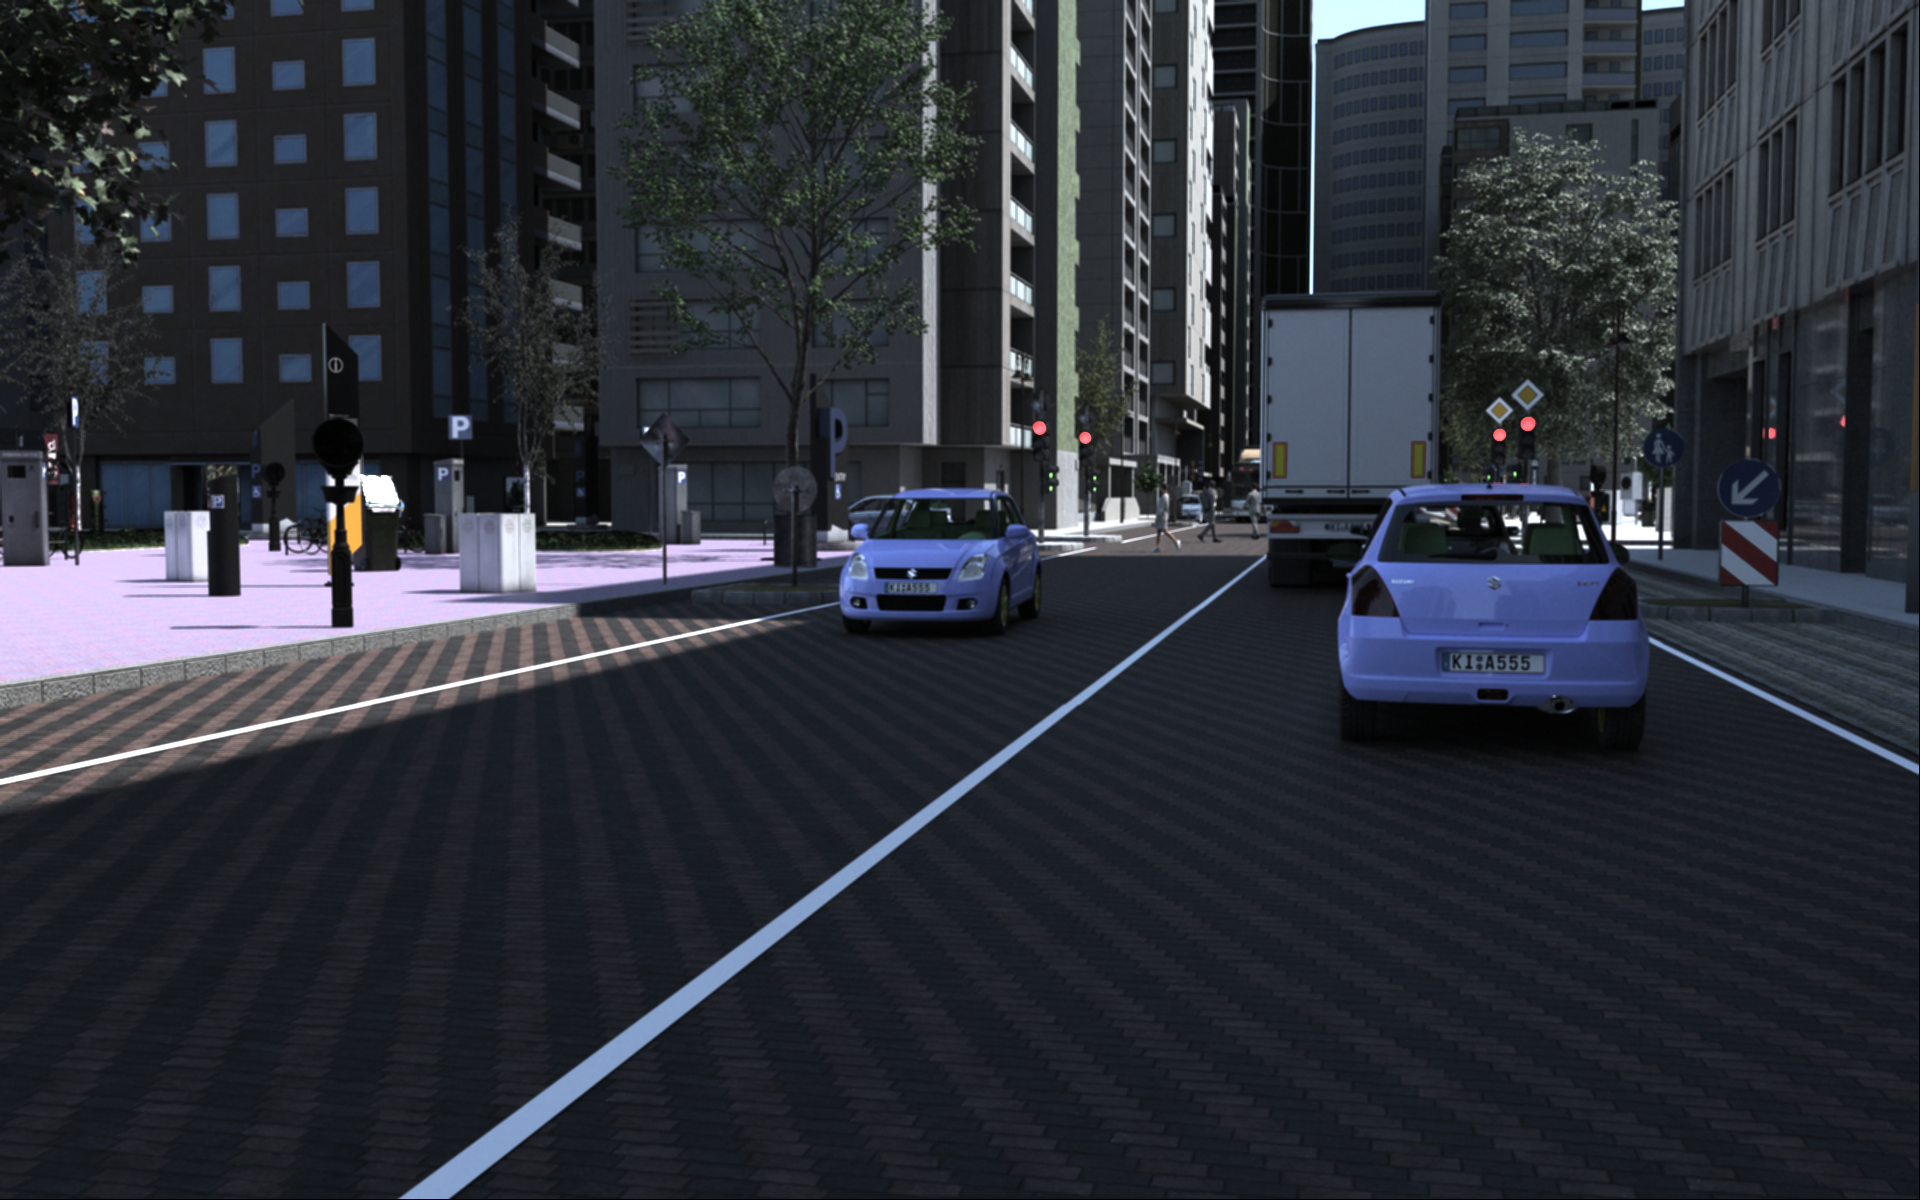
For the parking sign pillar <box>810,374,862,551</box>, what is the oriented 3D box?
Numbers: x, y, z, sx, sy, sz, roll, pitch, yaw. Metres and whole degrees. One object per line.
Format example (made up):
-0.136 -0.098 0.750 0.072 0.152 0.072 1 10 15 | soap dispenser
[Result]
-2.968 -3.114 39.389 1.447 3.967 1.447 1 4 17 | parking sign pillar

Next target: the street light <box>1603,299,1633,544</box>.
15.587 -4.181 41.147 0.468 5.910 1.993 1 4 13 | street light

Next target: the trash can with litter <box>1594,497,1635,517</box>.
33.107 -4.761 88.902 2.233 1.210 1.678 -2 4 -31 | trash can with litter

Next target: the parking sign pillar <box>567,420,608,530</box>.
-13.447 -4.519 62.364 1.447 3.967 1.447 0 4 8 | parking sign pillar

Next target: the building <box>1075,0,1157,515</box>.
4.463 -41.517 117.058 20.563 71.187 20.611 1 4 13 | building

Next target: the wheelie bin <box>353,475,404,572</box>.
-9.808 -1.285 28.924 0.693 1.594 0.980 3 5 43 | wheelie bin

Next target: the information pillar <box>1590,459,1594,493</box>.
41.691 -7.516 114.237 0.183 3.616 0.504 3 4 37 | information pillar

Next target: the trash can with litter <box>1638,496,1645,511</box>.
38.156 -5.333 98.244 2.233 1.210 1.678 0 4 2 | trash can with litter

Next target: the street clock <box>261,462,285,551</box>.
-15.435 -2.103 38.960 0.358 2.002 0.471 3 5 42 | street clock

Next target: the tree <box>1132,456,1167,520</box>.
9.419 -5.666 87.239 1.663 3.219 1.824 0 3 0 | tree

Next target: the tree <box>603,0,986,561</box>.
-3.117 -6.566 33.109 9.928 11.665 9.643 0 3 0 | tree

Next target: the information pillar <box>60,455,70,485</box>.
-36.776 -4.878 71.111 0.504 3.616 0.183 1 4 11 | information pillar

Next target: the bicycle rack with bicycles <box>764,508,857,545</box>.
-3.653 -1.883 44.172 2.852 0.926 2.925 1 4 16 | bicycle rack with bicycles

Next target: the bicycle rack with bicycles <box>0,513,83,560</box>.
-18.460 -1.235 33.574 2.852 0.926 2.925 2 4 34 | bicycle rack with bicycles

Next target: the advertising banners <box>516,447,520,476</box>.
-16.634 -4.184 64.602 0.090 3.025 2.074 -2 4 -25 | advertising banners

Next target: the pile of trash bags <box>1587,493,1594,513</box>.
37.753 -6.017 108.131 3.447 1.369 1.912 0 4 -2 | pile of trash bags

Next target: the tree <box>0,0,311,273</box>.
-8.275 -5.602 8.600 9.611 12.733 9.660 0 3 0 | tree

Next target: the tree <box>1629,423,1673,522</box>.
32.684 -5.889 79.994 4.285 4.588 4.351 0 3 0 | tree

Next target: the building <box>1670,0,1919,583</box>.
20.432 -12.907 29.059 12.078 24.808 19.932 1 4 13 | building

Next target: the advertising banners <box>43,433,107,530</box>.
-25.822 -3.324 50.539 0.090 3.025 2.074 1 4 23 | advertising banners

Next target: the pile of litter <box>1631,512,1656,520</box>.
33.648 -4.337 84.870 1.719 0.858 1.176 -1 4 -10 | pile of litter

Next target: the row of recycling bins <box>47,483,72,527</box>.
-36.025 -3.738 68.234 3.534 1.692 1.069 2 4 26 | row of recycling bins

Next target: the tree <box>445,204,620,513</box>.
-11.090 -5.797 45.139 4.360 8.622 3.978 0 3 0 | tree

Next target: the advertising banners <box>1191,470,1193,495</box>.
14.601 -6.905 109.091 0.090 3.025 2.074 0 4 8 | advertising banners

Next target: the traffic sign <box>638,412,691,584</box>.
-4.191 -1.428 24.536 0.795 2.450 0.064 1 4 15 | traffic sign

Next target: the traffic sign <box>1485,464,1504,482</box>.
22.221 -4.403 72.090 0.768 2.556 0.104 1 4 19 | traffic sign

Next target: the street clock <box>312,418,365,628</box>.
-5.959 -0.739 16.657 0.471 2.002 0.358 -1 4 -16 | street clock

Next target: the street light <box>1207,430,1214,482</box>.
18.096 -9.335 125.422 0.468 5.910 1.993 1 4 13 | street light

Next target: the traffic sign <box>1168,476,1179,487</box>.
11.847 -5.753 96.187 0.606 2.300 0.079 1 4 14 | traffic sign

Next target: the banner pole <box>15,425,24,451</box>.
-33.983 -4.444 62.680 0.401 3.779 0.863 -3 5 -44 | banner pole

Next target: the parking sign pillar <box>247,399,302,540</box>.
-19.342 -3.688 48.776 1.447 3.967 1.447 1 4 22 | parking sign pillar

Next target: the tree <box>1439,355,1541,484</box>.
25.931 -8.094 82.704 4.737 8.622 4.395 0 3 0 | tree

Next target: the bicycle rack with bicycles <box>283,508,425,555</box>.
-13.265 -1.460 37.255 2.925 0.926 2.852 1 4 11 | bicycle rack with bicycles

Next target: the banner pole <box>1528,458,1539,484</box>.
35.157 -7.124 106.497 0.863 3.779 0.401 0 4 6 | banner pole

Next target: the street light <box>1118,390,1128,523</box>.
7.220 -6.382 77.133 0.468 5.910 1.993 1 4 13 | street light

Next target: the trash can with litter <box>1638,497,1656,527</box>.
27.009 -3.428 67.431 1.055 1.170 0.624 0 4 0 | trash can with litter

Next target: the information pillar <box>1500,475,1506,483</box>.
21.161 -3.871 67.782 0.304 2.012 0.304 2 4 32 | information pillar

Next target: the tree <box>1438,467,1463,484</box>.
31.466 -7.160 111.667 1.663 3.219 1.824 0 3 0 | tree

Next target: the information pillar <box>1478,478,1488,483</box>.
23.220 -4.432 76.953 0.304 2.012 0.304 -1 4 -9 | information pillar

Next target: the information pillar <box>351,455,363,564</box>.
-11.092 -1.662 31.674 0.304 2.012 0.304 0 4 -6 | information pillar

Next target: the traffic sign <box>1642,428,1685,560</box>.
13.638 -2.052 33.649 0.768 2.556 0.104 1 4 14 | traffic sign

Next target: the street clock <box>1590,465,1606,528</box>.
15.775 -2.342 42.858 0.358 2.002 0.471 0 4 -1 | street clock

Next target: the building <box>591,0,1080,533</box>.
-3.731 -23.092 61.156 14.154 41.232 14.086 1 4 13 | building

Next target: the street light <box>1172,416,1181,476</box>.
12.602 -7.850 101.135 0.468 5.910 1.993 1 4 13 | street light

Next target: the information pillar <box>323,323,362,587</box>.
-8.579 -1.999 24.041 0.183 3.616 0.504 3 5 43 | information pillar

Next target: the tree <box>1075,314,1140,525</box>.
5.360 -7.422 71.719 4.737 8.622 4.395 0 3 0 | tree

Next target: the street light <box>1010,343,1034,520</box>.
1.921 -4.928 53.361 0.468 5.910 1.993 1 4 13 | street light

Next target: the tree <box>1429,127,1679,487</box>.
20.461 -9.343 59.421 9.857 13.997 8.962 0 3 0 | tree

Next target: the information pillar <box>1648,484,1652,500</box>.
41.177 -6.850 103.344 0.183 3.616 0.504 2 4 32 | information pillar

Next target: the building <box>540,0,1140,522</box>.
-7.464 -24.330 89.670 32.217 40.220 23.993 1 4 13 | building

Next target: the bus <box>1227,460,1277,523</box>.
15.757 -5.799 89.680 2.948 3.499 13.247 1 4 13 | bus

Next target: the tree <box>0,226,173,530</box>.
-23.998 -5.923 47.197 4.360 8.622 3.978 0 3 0 | tree
